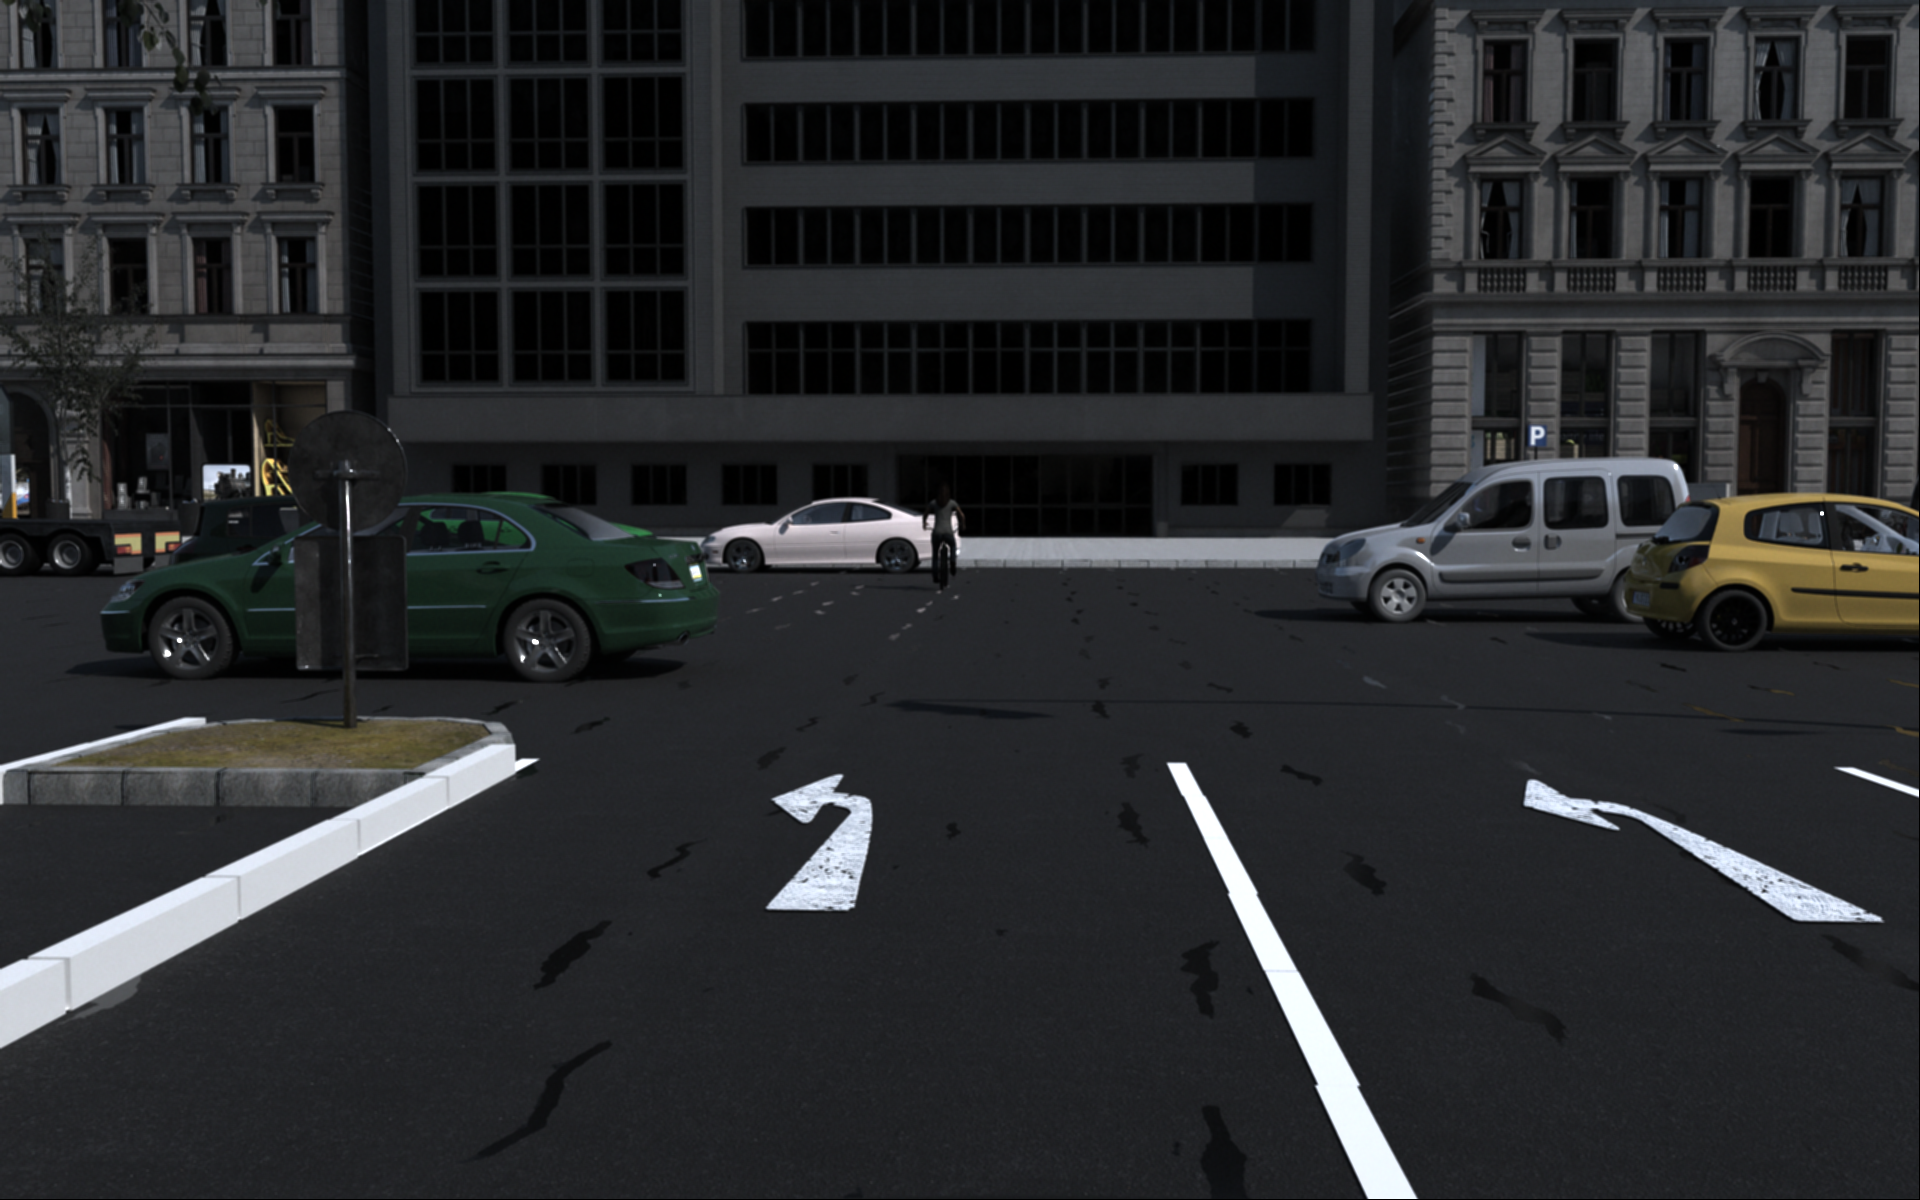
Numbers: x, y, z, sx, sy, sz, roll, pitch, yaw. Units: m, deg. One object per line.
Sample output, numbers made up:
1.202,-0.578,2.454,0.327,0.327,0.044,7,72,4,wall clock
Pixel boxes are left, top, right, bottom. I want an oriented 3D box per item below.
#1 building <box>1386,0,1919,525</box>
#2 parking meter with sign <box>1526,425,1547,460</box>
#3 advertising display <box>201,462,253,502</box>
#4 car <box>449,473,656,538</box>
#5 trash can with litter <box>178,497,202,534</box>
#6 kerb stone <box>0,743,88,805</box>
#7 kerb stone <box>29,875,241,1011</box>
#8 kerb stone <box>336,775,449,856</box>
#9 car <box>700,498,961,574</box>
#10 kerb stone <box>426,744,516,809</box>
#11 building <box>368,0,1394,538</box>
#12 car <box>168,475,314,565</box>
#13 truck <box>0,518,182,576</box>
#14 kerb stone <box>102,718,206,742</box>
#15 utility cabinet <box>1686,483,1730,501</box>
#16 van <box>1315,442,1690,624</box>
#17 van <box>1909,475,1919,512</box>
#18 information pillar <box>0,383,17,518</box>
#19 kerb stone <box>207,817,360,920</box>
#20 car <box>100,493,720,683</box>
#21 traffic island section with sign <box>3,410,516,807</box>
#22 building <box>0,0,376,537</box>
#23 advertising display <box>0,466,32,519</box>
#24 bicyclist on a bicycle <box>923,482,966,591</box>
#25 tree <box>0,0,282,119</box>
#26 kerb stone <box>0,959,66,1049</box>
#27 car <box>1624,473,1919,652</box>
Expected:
22.608,-13.667,52.334,19.941,23.489,11.050,0,4,3,building
14.737,-2.856,42.956,0.543,3.016,1.738,-1,4,-14,parking meter with sign
-14.961,-1.845,35.385,0.974,1.923,0.123,-2,4,-24,advertising display
-7.571,-1.307,30.163,4.718,1.807,1.959,0,4,4,car
-17.516,-1.789,40.309,2.233,1.210,1.678,-1,4,-12,trash can with litter
-4.465,0.842,8.431,0.120,0.150,1.000,0,4,3,kerb stone
-2.500,1.033,5.300,0.120,0.150,1.000,0,4,3,kerb stone
-2.412,0.913,7.361,0.120,0.150,1.000,0,4,3,kerb stone
-2.399,-1.204,32.045,4.827,1.381,2.083,0,4,4,car
-2.362,0.845,8.385,0.120,0.150,1.000,0,4,3,kerb stone
-2.254,-14.481,55.836,30.058,24.678,14.314,0,4,3,building
-6.867,-0.613,19.812,4.222,1.686,2.009,0,4,2,car
-23.840,-2.539,31.277,18.799,4.110,2.967,0,4,3,truck
-4.415,0.781,9.455,0.120,0.150,1.000,0,4,3,kerb stone
15.056,-1.634,35.387,1.173,1.500,0.318,3,4,37,utility cabinet
6.186,-0.788,19.892,4.112,2.044,2.013,0,4,3,van
14.185,-0.900,21.723,4.112,2.044,2.013,0,4,1,van
-20.020,-2.756,36.410,0.504,3.616,0.183,3,4,37,information pillar
-2.455,0.971,6.324,0.120,0.150,1.000,0,4,3,kerb stone
-4.436,-0.139,14.077,4.920,1.459,2.131,0,4,4,car
-3.382,-0.046,8.896,2.006,1.907,1.989,0,4,3,traffic island section with sign
-37.553,-12.554,56.164,40.483,20.767,10.553,0,4,3,building
-21.764,-2.107,39.669,0.123,1.923,0.974,2,4,29,advertising display
-0.248,-0.978,26.008,1.499,1.676,1.625,0,4,3,bicyclist on a bicycle
-3.391,-3.216,5.397,4.360,8.622,3.978,0,3,0,tree
-2.548,1.096,4.276,0.120,0.150,1.000,0,4,3,kerb stone
8.438,-0.376,16.369,3.980,1.641,2.015,0,4,3,car
